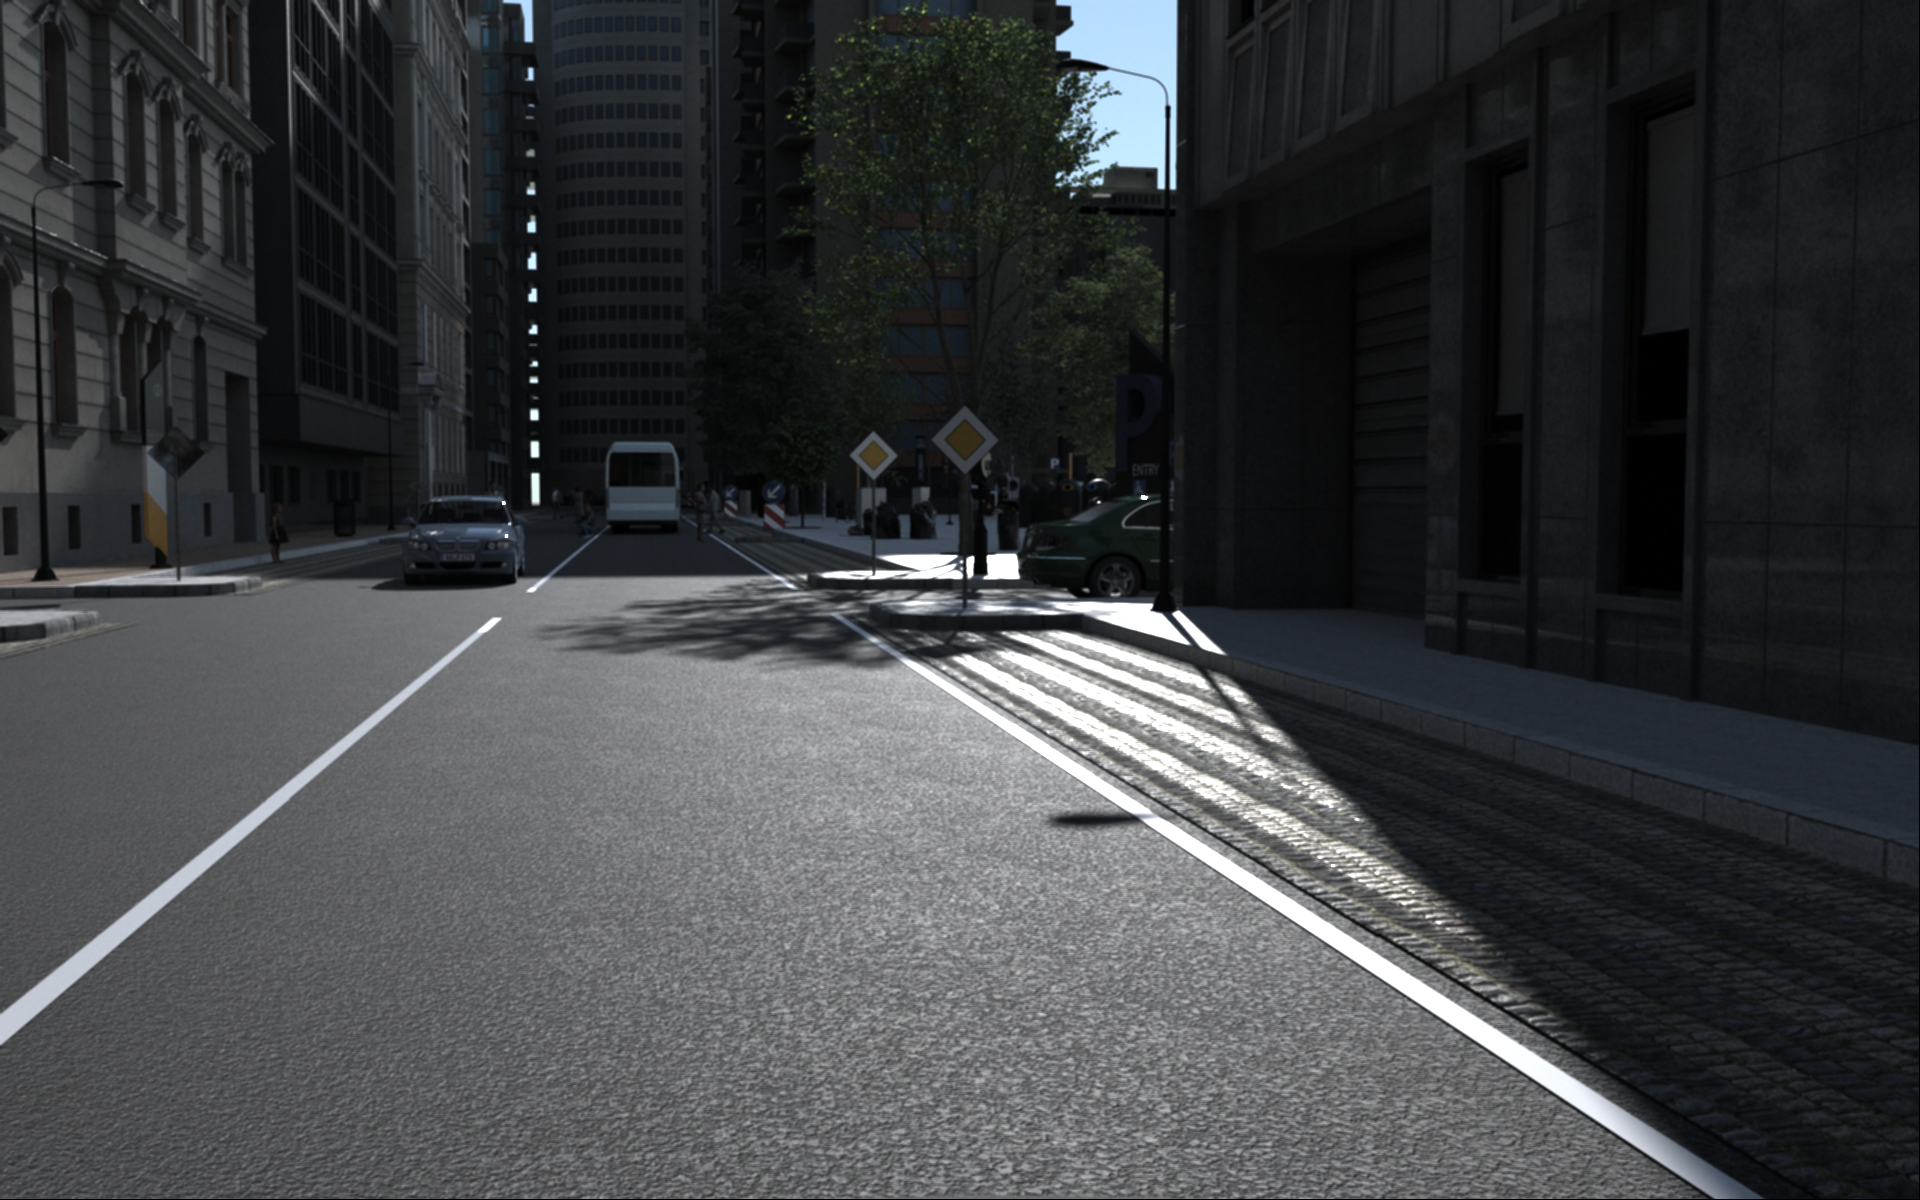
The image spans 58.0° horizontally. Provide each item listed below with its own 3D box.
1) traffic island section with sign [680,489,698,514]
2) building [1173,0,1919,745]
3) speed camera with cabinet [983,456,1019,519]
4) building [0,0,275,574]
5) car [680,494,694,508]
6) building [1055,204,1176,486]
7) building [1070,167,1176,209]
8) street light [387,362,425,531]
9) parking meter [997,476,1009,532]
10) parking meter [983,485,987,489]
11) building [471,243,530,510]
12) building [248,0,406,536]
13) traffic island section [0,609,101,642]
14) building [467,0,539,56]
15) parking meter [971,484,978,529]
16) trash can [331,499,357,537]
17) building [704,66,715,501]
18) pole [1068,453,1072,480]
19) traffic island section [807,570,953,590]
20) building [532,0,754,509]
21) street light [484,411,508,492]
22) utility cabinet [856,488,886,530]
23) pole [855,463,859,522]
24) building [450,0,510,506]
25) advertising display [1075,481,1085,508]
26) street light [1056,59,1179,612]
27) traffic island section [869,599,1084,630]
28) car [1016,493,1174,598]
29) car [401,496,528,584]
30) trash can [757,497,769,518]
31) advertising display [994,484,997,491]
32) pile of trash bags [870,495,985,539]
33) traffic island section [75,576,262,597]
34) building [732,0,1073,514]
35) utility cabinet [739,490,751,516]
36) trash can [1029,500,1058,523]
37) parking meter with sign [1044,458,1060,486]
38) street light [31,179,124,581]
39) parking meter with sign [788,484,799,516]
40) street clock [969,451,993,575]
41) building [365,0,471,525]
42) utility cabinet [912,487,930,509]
[{"bbox_3d":[-19.439,-7.285,127.736,1.989,1.847,2.006,-1,4,-10],"label":"traffic island section with sign"},{"bbox_3d":[10.142,-11.782,10.656,12.078,24.808,19.932,-1,4,-10],"label":"building"},{"bbox_3d":[2.042,-5.858,90.107,2.038,3.252,0.660,0,4,-4],"label":"speed camera with cabinet"},{"bbox_3d":[-23.067,-15.102,34.306,14.401,28.519,23.554,-1,4,-10],"label":"building"},{"bbox_3d":[-26.166,-9.504,164.183,1.959,1.807,4.718,-1,4,-10],"label":"car"},{"bbox_3d":[15.693,-24.762,176.554,14.107,30.474,14.160,-1,4,-10],"label":"building"},{"bbox_3d":[20.806,-31.596,208.481,23.993,40.220,32.217,-1,4,-10],"label":"building"},{"bbox_3d":[-19.508,-5.410,60.996,1.470,5.913,1.316,-1,4,-10],"label":"street light"},{"bbox_3d":[1.373,-3.035,55.340,0.255,1.863,0.399,-1,4,-20],"label":"parking meter"},{"bbox_3d":[1.338,-5.473,95.194,0.399,1.863,0.255,0,4,-5],"label":"parking meter"},{"bbox_3d":[-47.966,-17.515,131.402,27.650,21.520,28.899,-1,4,-10],"label":"building"},{"bbox_3d":[-27.645,-16.169,57.874,14.314,27.812,24.014,-1,4,-10],"label":"building"},{"bbox_3d":[-10.154,0.277,17.750,2.009,0.180,2.903,-1,4,-10],"label":"traffic island section"},{"bbox_3d":[-54.257,-32.974,158.740,30.456,49.044,23.786,-1,4,-10],"label":"building"},{"bbox_3d":[0.336,-2.134,43.295,0.372,1.533,0.369,0,3,0],"label":"parking meter"},{"bbox_3d":[-18.477,-2.467,51.988,0.748,1.137,0.748,0,3,0],"label":"trash can"},{"bbox_3d":[-17.960,-29.781,170.513,14.154,41.232,14.086,-1,4,-10],"label":"building"},{"bbox_3d":[5.438,-5.620,85.726,0.158,3.312,0.155,0,3,0],"label":"pole"},{"bbox_3d":[-1.343,-0.316,27.442,2.009,0.180,2.903,-1,4,-10],"label":"traffic island section"},{"bbox_3d":[-32.694,-39.838,193.344,28.212,58.520,21.231,-1,4,-10],"label":"building"},{"bbox_3d":[-25.929,-7.596,96.732,1.470,5.913,1.316,-1,4,-10],"label":"street light"},{"bbox_3d":[-3.132,-3.194,60.907,1.173,1.500,0.318,-3,5,-45],"label":"utility cabinet"},{"bbox_3d":[-4.706,-5.219,79.167,0.158,3.312,0.155,0,3,0],"label":"pole"},{"bbox_3d":[-38.988,-40.843,106.033,20.563,71.187,20.611,-1,4,-10],"label":"building"},{"bbox_3d":[5.573,-4.838,84.312,0.974,1.923,0.123,1,4,14],"label":"advertising display"},{"bbox_3d":[1.712,-2.827,18.763,1.470,5.913,1.316,-1,4,-10],"label":"street light"},{"bbox_3d":[0.074,0.165,19.583,2.009,0.180,2.903,-1,4,-10],"label":"traffic island section"},{"bbox_3d":[3.211,-0.692,23.117,4.920,1.459,2.131,-1,4,-8],"label":"car"},{"bbox_3d":[-8.279,-1.046,29.111,2.014,1.417,4.499,-1,4,-12],"label":"car"},{"bbox_3d":[-10.686,-5.040,94.052,0.748,1.137,0.748,0,3,0],"label":"trash can"},{"bbox_3d":[2.156,-5.426,93.927,0.123,1.923,0.974,-2,4,-31],"label":"advertising display"},{"bbox_3d":[-0.955,-2.457,49.916,3.447,1.369,1.912,1,4,16],"label":"pile of trash bags"},{"bbox_3d":[-11.571,-0.204,25.609,2.009,0.180,2.903,-1,4,-10],"label":"traffic island section"},{"bbox_3d":[-4.565,-28.588,122.039,22.147,44.769,28.867,-1,4,-10],"label":"building"},{"bbox_3d":[-12.176,-5.478,98.237,0.318,1.500,1.173,-2,4,-26],"label":"utility cabinet"},{"bbox_3d":[2.084,-1.934,43.281,0.748,1.137,0.748,0,3,0],"label":"trash can"},{"bbox_3d":[4.415,-5.390,84.384,0.543,3.016,1.738,-1,4,-10],"label":"parking meter with sign"},{"bbox_3d":[-13.032,-3.245,25.599,1.470,5.913,1.316,-1,4,-10],"label":"street light"},{"bbox_3d":[-9.766,-6.449,101.696,0.543,3.016,1.738,0,4,4],"label":"parking meter with sign"},{"bbox_3d":[0.328,-1.409,27.605,0.358,2.002,0.471,2,4,24],"label":"street clock"},{"bbox_3d":[-30.240,-17.973,79.758,13.634,28.700,20.117,-1,4,-10],"label":"building"},{"bbox_3d":[-1.273,-2.891,55.952,0.318,1.500,1.173,1,4,13],"label":"utility cabinet"}]
